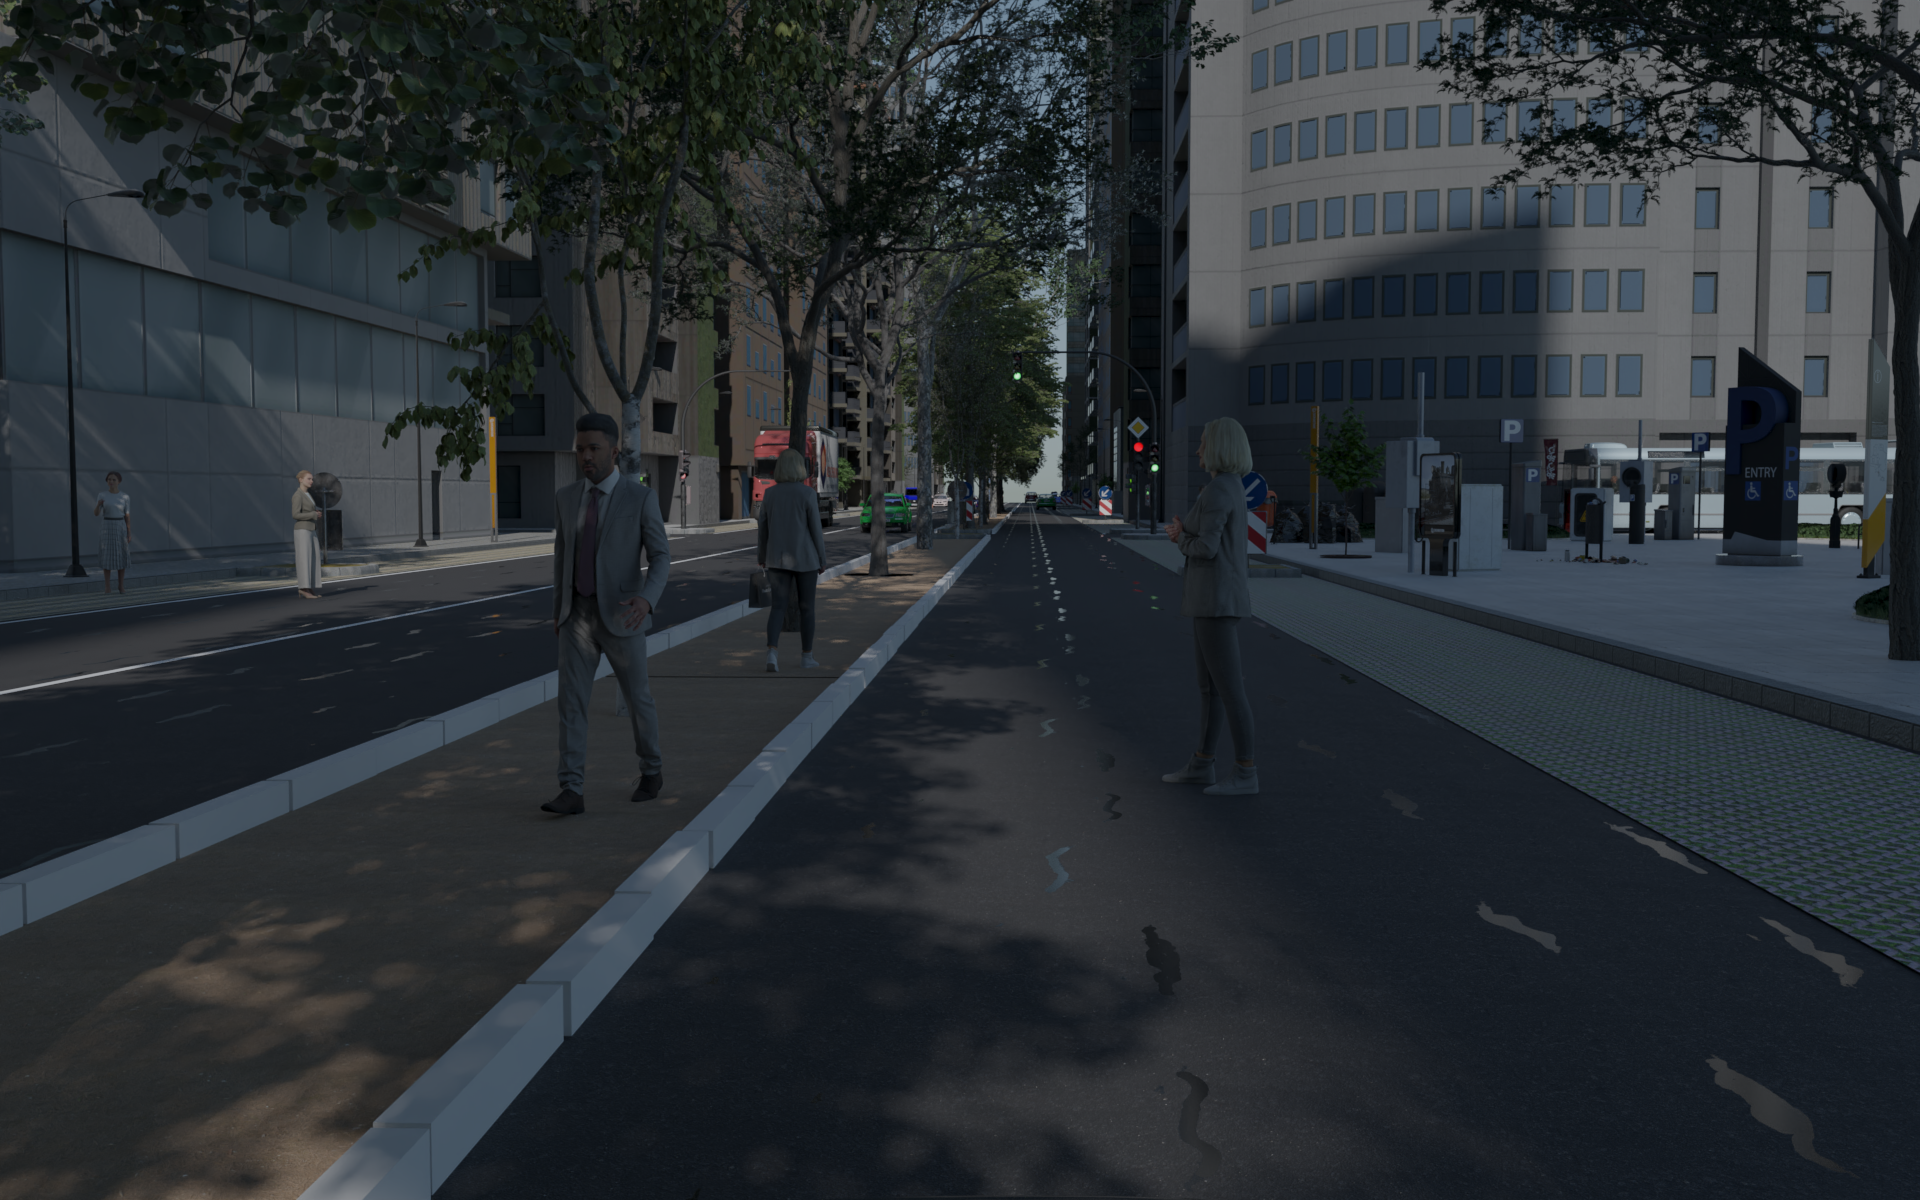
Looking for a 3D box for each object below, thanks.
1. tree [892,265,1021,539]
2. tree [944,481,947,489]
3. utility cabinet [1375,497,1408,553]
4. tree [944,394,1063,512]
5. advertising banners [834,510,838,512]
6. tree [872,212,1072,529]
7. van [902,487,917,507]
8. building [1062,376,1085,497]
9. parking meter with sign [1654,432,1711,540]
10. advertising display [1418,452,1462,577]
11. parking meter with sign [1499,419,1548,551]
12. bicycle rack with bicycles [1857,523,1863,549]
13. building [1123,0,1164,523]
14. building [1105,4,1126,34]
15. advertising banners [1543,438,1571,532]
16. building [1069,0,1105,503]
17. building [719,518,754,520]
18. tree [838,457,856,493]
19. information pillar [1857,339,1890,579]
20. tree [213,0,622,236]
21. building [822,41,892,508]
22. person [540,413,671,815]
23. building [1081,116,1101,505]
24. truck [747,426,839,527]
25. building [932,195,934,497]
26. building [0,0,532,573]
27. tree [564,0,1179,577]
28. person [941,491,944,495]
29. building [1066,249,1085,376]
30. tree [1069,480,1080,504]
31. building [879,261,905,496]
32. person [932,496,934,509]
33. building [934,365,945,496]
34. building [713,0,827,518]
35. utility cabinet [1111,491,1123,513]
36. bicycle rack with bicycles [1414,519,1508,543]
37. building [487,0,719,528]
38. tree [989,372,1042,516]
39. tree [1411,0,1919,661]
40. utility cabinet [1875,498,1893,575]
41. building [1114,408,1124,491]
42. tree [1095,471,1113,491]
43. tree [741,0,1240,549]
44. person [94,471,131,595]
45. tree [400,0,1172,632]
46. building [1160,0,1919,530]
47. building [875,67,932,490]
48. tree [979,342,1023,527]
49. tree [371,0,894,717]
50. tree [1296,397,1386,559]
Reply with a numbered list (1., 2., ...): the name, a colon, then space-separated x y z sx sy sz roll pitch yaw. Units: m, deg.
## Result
1. tree: -0.086 -6.202 54.229 4.360 8.622 3.978 0 3 0
2. tree: -3.949 -19.244 298.357 4.285 4.588 4.351 0 3 0
3. utility cabinet: 9.523 -1.642 38.008 0.306 1.237 1.020 -1 4 -21
4. tree: 3.156 -13.119 133.964 9.611 12.733 9.660 0 3 0
5. advertising banners: -9.173 -8.033 127.523 0.090 3.025 2.074 0 4 5
6. tree: 0.485 -8.996 67.669 7.486 12.596 7.792 0 3 0
7. van: -3.872 -9.014 151.759 2.240 2.365 5.245 0 4 1
8. building: 29.875 -25.879 268.158 27.650 21.520 28.899 0 4 2
9. parking meter with sign: 20.176 -3.193 48.470 1.738 3.016 0.543 -2 4 -31
10. advertising display: 7.529 -1.344 27.186 0.123 1.923 0.974 -1 4 -19
11. parking meter with sign: 12.883 -2.642 39.458 0.543 3.016 1.738 0 4 -6
12. bicycle rack with bicycles: 22.216 -1.636 40.131 2.852 0.926 2.925 -1 4 -15
13. building: 15.651 -19.573 91.715 14.160 30.474 14.107 0 4 2
14. building: 19.414 -30.393 147.038 14.600 45.320 14.200 0 4 2
15. advertising banners: 19.141 -3.545 54.142 0.090 3.025 2.074 -3 5 -40
16. building: 25.840 -49.164 242.074 20.563 71.187 20.611 0 4 2
17. building: -17.272 -26.998 91.529 14.600 45.320 14.200 0 4 2
18. tree: -10.253 -9.293 135.662 4.285 4.588 4.351 0 3 0
19. information pillar: 13.918 -2.139 26.330 0.504 3.616 0.183 -2 4 -32
20. tree: -2.549 -5.747 3.077 9.857 13.997 8.962 0 3 0
21. building: -18.827 -32.249 181.903 22.147 44.769 28.867 0 4 2
22. person: -1.592 0.058 7.829 0.678 1.792 0.850 1 4 15
23. building: 26.082 -35.356 197.684 23.786 49.044 30.456 0 4 2
24. truck: -6.889 -5.154 73.174 2.839 4.237 11.283 0 4 2
25. building: -15.227 -44.242 265.363 21.231 58.520 28.212 0 4 2
26. building: -26.983 -27.615 40.743 27.495 52.752 28.713 0 4 2
27. tree: -1.441 -7.161 29.912 12.009 13.543 11.850 0 3 0
28. person: -2.531 -14.638 247.906 1.350 1.814 0.705 1 4 22
29. building: 24.748 -37.064 289.591 14.154 41.232 14.086 0 4 2
30. tree: 15.400 -14.442 230.721 1.663 3.219 1.824 0 3 0
31. building: -14.014 -26.440 203.993 14.160 30.474 14.107 0 4 2
32. person: -2.655 -9.166 161.547 0.628 1.438 0.799 -3 5 -43
33. building: -9.935 -31.565 287.786 14.160 30.474 14.107 0 4 2
34. building: -16.476 -28.352 113.673 14.600 45.320 14.200 0 4 2
35. utility cabinet: 10.364 -6.452 114.166 0.318 1.500 1.173 3 4 38
36. bicycle rack with bicycles: 13.236 -2.002 46.115 2.925 0.926 2.852 -2 4 -26
37. building: -18.037 -18.237 69.883 14.160 30.474 14.107 0 4 2
38. tree: 2.037 -11.378 114.237 9.928 11.665 9.643 0 3 0
39. tree: 7.009 -4.815 13.139 7.601 10.594 8.767 0 4 -1
40. utility cabinet: 15.145 -1.001 27.521 1.020 1.237 0.306 0 4 8
41. building: 22.811 -49.393 120.241 22.319 86.520 31.000 0 4 2
42. tree: 11.769 -8.901 140.140 1.663 3.219 1.824 0 3 0
43. tree: 0.269 -11.304 43.159 12.611 20.169 13.585 0 3 0
44. person: -11.958 -0.942 24.473 0.480 1.755 0.524 -3 4 -37
45. tree: -1.781 -4.920 17.307 8.767 10.594 7.601 0 4 2
46. building: 23.153 -32.329 70.586 28.212 58.520 21.231 0 4 2
47. building: -15.642 -42.515 237.125 21.231 58.520 28.212 0 4 2
48. tree: 0.864 -7.410 73.979 4.737 8.622 4.395 0 3 0
49. tree: -2.163 -3.566 11.119 4.737 8.622 4.395 0 3 0
50. tree: 7.860 -2.450 34.656 1.663 3.219 1.824 0 3 0
